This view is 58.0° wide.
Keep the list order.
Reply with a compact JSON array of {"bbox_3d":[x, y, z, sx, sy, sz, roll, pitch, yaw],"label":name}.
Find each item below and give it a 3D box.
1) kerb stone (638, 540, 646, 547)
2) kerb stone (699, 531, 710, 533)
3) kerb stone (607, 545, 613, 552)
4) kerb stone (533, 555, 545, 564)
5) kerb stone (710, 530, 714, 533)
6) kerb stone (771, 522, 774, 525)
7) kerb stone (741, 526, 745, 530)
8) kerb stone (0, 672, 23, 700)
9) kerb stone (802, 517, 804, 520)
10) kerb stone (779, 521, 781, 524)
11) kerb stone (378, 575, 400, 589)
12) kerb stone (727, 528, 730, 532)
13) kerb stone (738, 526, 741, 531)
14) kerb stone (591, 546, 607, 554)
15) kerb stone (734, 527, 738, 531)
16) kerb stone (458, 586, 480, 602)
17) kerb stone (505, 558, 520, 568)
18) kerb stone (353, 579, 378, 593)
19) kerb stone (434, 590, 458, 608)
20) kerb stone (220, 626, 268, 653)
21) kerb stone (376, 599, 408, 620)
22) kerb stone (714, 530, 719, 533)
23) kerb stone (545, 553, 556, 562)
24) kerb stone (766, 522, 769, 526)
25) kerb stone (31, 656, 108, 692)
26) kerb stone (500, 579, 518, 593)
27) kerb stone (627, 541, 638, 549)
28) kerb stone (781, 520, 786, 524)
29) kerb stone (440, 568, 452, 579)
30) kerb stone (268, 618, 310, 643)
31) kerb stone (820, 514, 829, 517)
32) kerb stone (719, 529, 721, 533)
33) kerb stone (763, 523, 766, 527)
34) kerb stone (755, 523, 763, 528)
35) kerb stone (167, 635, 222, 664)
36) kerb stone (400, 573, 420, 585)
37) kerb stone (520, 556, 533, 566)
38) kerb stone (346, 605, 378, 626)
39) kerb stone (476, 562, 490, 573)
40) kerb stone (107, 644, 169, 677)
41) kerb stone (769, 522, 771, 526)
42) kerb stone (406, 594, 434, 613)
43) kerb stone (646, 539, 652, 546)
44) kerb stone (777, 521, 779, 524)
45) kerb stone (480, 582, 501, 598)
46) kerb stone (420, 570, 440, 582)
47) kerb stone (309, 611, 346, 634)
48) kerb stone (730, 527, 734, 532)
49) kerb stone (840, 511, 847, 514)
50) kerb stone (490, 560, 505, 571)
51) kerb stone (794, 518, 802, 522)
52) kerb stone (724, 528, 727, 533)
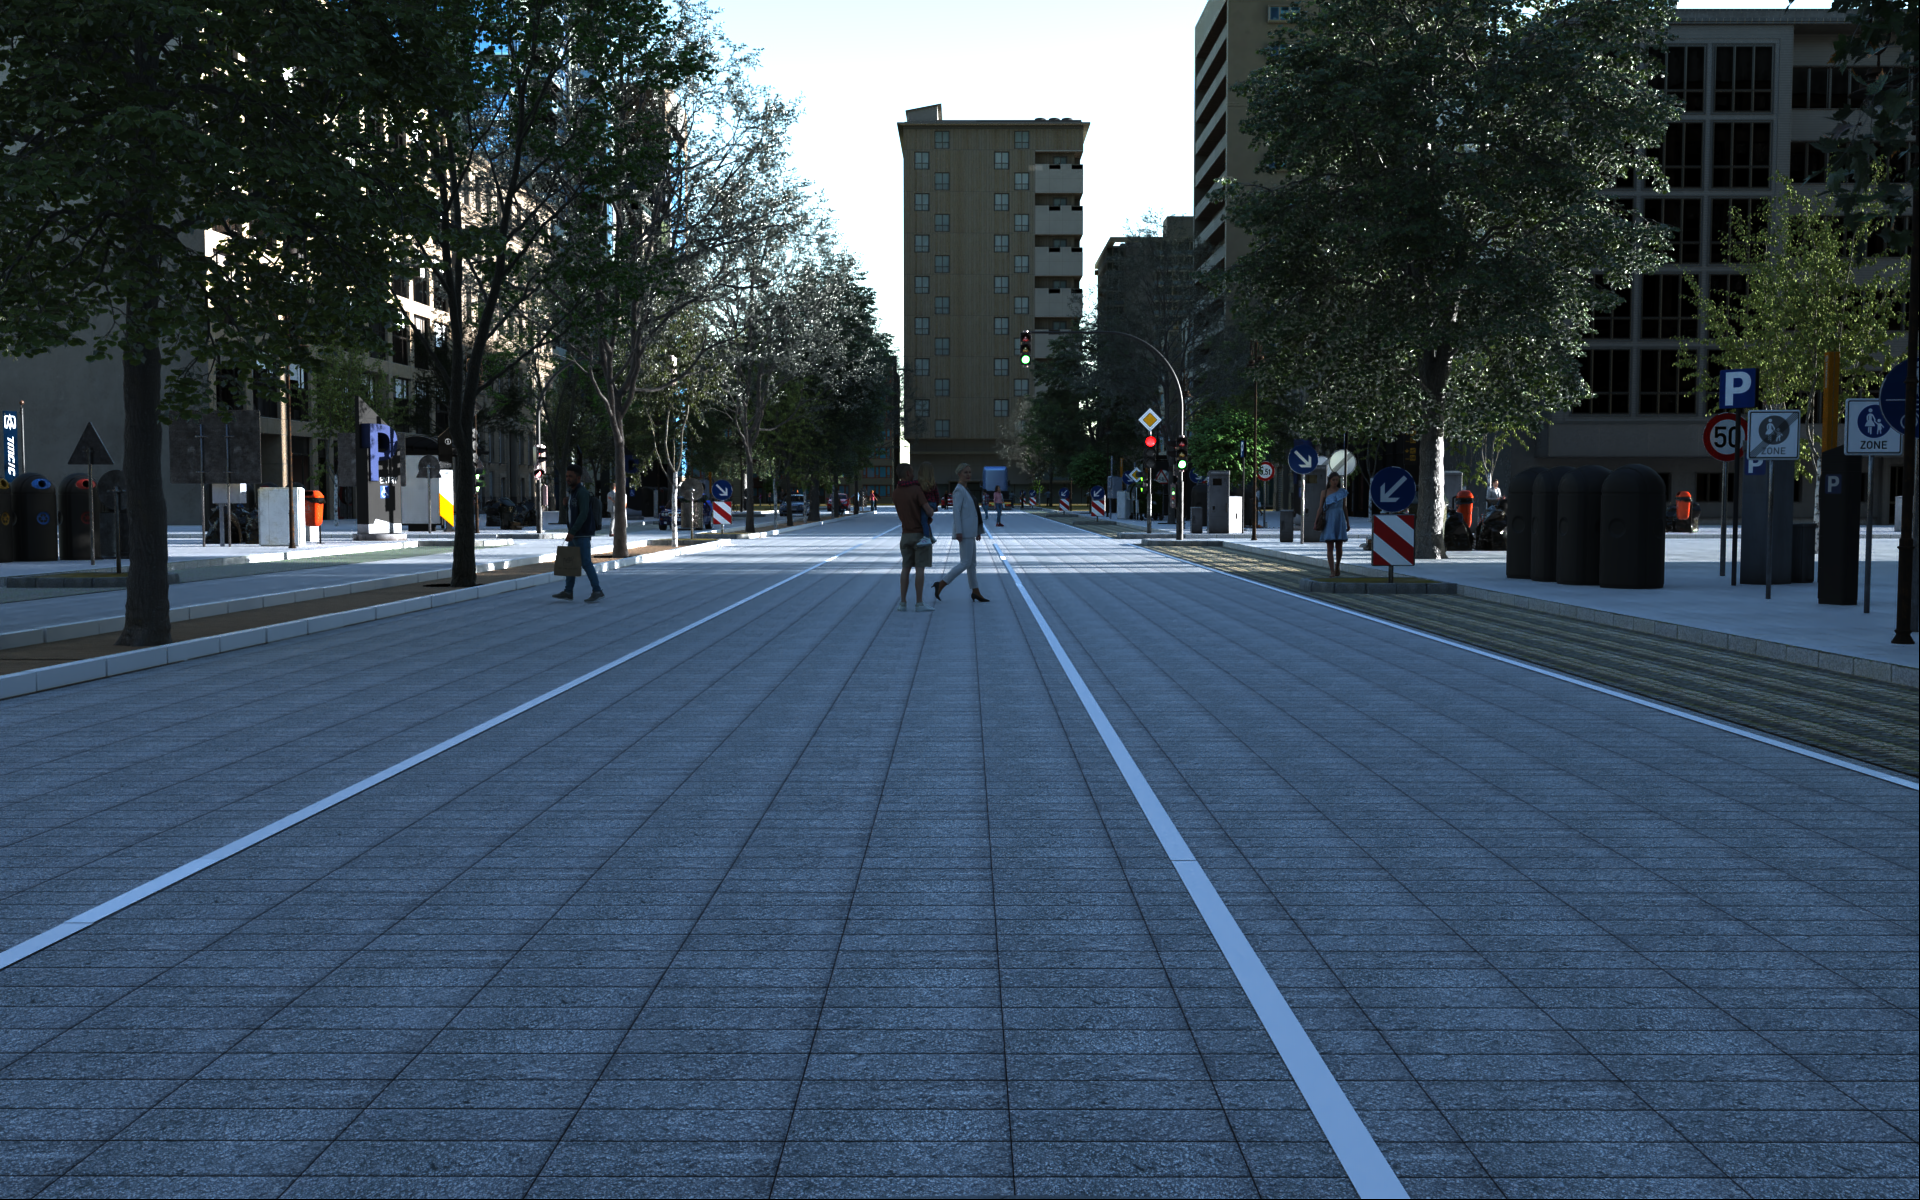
[{"bbox_3d":[-8.714,-1.506,46.825,0.120,0.150,1.000,0,4,0],"label":"kerb stone"},{"bbox_3d":[-8.682,-2.228,58.620,0.120,0.150,1.000,0,4,0],"label":"kerb stone"},{"bbox_3d":[-8.738,-1.255,42.728,0.120,0.150,1.000,0,4,0],"label":"kerb stone"},{"bbox_3d":[-8.751,-0.817,35.551,0.120,0.150,1.000,0,4,0],"label":"kerb stone"},{"bbox_3d":[-8.679,-2.290,59.644,0.120,0.150,1.000,0,4,0],"label":"kerb stone"},{"bbox_3d":[-8.631,-3.418,78.119,0.120,0.150,1.000,0,4,0],"label":"kerb stone"},{"bbox_3d":[-8.655,-2.793,67.857,0.120,0.150,1.000,0,4,0],"label":"kerb stone"},{"bbox_3d":[-6.725,0.626,11.991,0.120,0.150,1.000,0,4,0],"label":"kerb stone"},{"bbox_3d":[-8.580,-4.300,92.496,0.120,0.150,1.000,0,4,0],"label":"kerb stone"},{"bbox_3d":[-8.617,-3.609,81.196,0.120,0.150,1.000,0,4,0],"label":"kerb stone"},{"bbox_3d":[-8.778,-0.252,26.323,0.120,0.150,1.000,0,4,0],"label":"kerb stone"},{"bbox_3d":[-8.675,-2.541,63.744,0.120,0.150,1.000,0,4,0],"label":"kerb stone"},{"bbox_3d":[-8.659,-2.729,66.831,0.120,0.150,1.000,0,4,0],"label":"kerb stone"},{"bbox_3d":[-8.730,-1.193,41.705,0.120,0.150,1.000,0,4,0],"label":"kerb stone"},{"bbox_3d":[-8.665,-2.665,65.805,0.120,0.150,1.000,0,4,0],"label":"kerb stone"},{"bbox_3d":[-6.687,-0.066,23.273,0.120,0.150,1.000,0,4,0],"label":"kerb stone"},{"bbox_3d":[-8.754,-0.690,33.507,0.120,0.150,1.000,0,4,0],"label":"kerb stone"},{"bbox_3d":[-8.777,-0.190,25.301,0.120,0.150,1.000,0,4,0],"label":"kerb stone"},{"bbox_3d":[-6.687,-0.003,22.250,0.120,0.150,1.000,0,4,0],"label":"kerb stone"},{"bbox_3d":[-6.712,0.377,16.081,0.120,0.150,1.000,0,4,0],"label":"kerb stone"},{"bbox_3d":[-6.697,0.125,20.206,0.120,0.150,1.000,0,4,0],"label":"kerb stone"},{"bbox_3d":[-8.676,-2.353,60.666,0.120,0.150,1.000,0,4,0],"label":"kerb stone"},{"bbox_3d":[-8.751,-0.879,36.577,0.120,0.150,1.000,0,4,0],"label":"kerb stone"},{"bbox_3d":[-8.632,-3.295,76.068,0.120,0.150,1.000,0,4,0],"label":"kerb stone"},{"bbox_3d":[-6.727,0.562,13.014,0.120,0.150,1.000,0,4,0],"label":"kerb stone"},{"bbox_3d":[-6.688,-0.191,25.325,0.120,0.150,1.000,0,4,0],"label":"kerb stone"},{"bbox_3d":[-8.728,-1.443,45.795,0.120,0.150,1.000,0,4,0],"label":"kerb stone"},{"bbox_3d":[-8.608,-3.734,83.251,0.120,0.150,1.000,0,4,0],"label":"kerb stone"},{"bbox_3d":[-8.769,-0.440,29.398,0.120,0.150,1.000,0,4,0],"label":"kerb stone"},{"bbox_3d":[-6.703,0.313,17.119,0.120,0.150,1.000,0,4,0],"label":"kerb stone"},{"bbox_3d":[-8.525,-5.300,108.896,0.120,0.150,1.000,0,4,0],"label":"kerb stone"},{"bbox_3d":[-8.678,-2.415,61.689,0.120,0.150,1.000,0,4,0],"label":"kerb stone"},{"bbox_3d":[-8.628,-3.232,75.042,0.120,0.150,1.000,0,4,0],"label":"kerb stone"},{"bbox_3d":[-8.639,-3.168,74.013,0.120,0.150,1.000,0,4,0],"label":"kerb stone"},{"bbox_3d":[-6.714,0.437,15.058,0.120,0.150,1.000,0,4,0],"label":"kerb stone"},{"bbox_3d":[-8.781,-0.315,27.345,0.120,0.150,1.000,0,4,0],"label":"kerb stone"},{"bbox_3d":[-8.751,-0.754,34.529,0.120,0.150,1.000,0,4,0],"label":"kerb stone"},{"bbox_3d":[-6.705,0.191,19.178,0.120,0.150,1.000,0,4,0],"label":"kerb stone"},{"bbox_3d":[-8.768,-0.566,31.442,0.120,0.150,1.000,0,4,0],"label":"kerb stone"},{"bbox_3d":[-6.719,0.499,14.036,0.120,0.150,1.000,0,4,0],"label":"kerb stone"},{"bbox_3d":[-8.621,-3.357,77.097,0.120,0.150,1.000,0,4,0],"label":"kerb stone"},{"bbox_3d":[-6.698,0.061,21.228,0.120,0.150,1.000,0,4,0],"label":"kerb stone"},{"bbox_3d":[-8.718,-1.569,47.849,0.120,0.150,1.000,0,4,0],"label":"kerb stone"},{"bbox_3d":[-8.619,-3.546,80.171,0.120,0.150,1.000,0,4,0],"label":"kerb stone"},{"bbox_3d":[-6.677,-0.129,24.301,0.120,0.150,1.000,0,4,0],"label":"kerb stone"},{"bbox_3d":[-8.776,-0.378,28.376,0.120,0.150,1.000,0,4,0],"label":"kerb stone"},{"bbox_3d":[-6.700,0.247,18.153,0.120,0.150,1.000,0,4,0],"label":"kerb stone"},{"bbox_3d":[-8.671,-2.603,64.772,0.120,0.150,1.000,0,4,0],"label":"kerb stone"},{"bbox_3d":[-8.484,-6.366,126.312,0.120,0.150,1.000,0,4,0],"label":"kerb stone"},{"bbox_3d":[-8.770,-0.629,32.478,0.120,0.150,1.000,0,4,0],"label":"kerb stone"},{"bbox_3d":[-8.588,-4.232,91.474,0.120,0.150,1.000,0,4,0],"label":"kerb stone"},{"bbox_3d":[-8.670,-2.478,62.716,0.120,0.150,1.000,0,4,0],"label":"kerb stone"}]
